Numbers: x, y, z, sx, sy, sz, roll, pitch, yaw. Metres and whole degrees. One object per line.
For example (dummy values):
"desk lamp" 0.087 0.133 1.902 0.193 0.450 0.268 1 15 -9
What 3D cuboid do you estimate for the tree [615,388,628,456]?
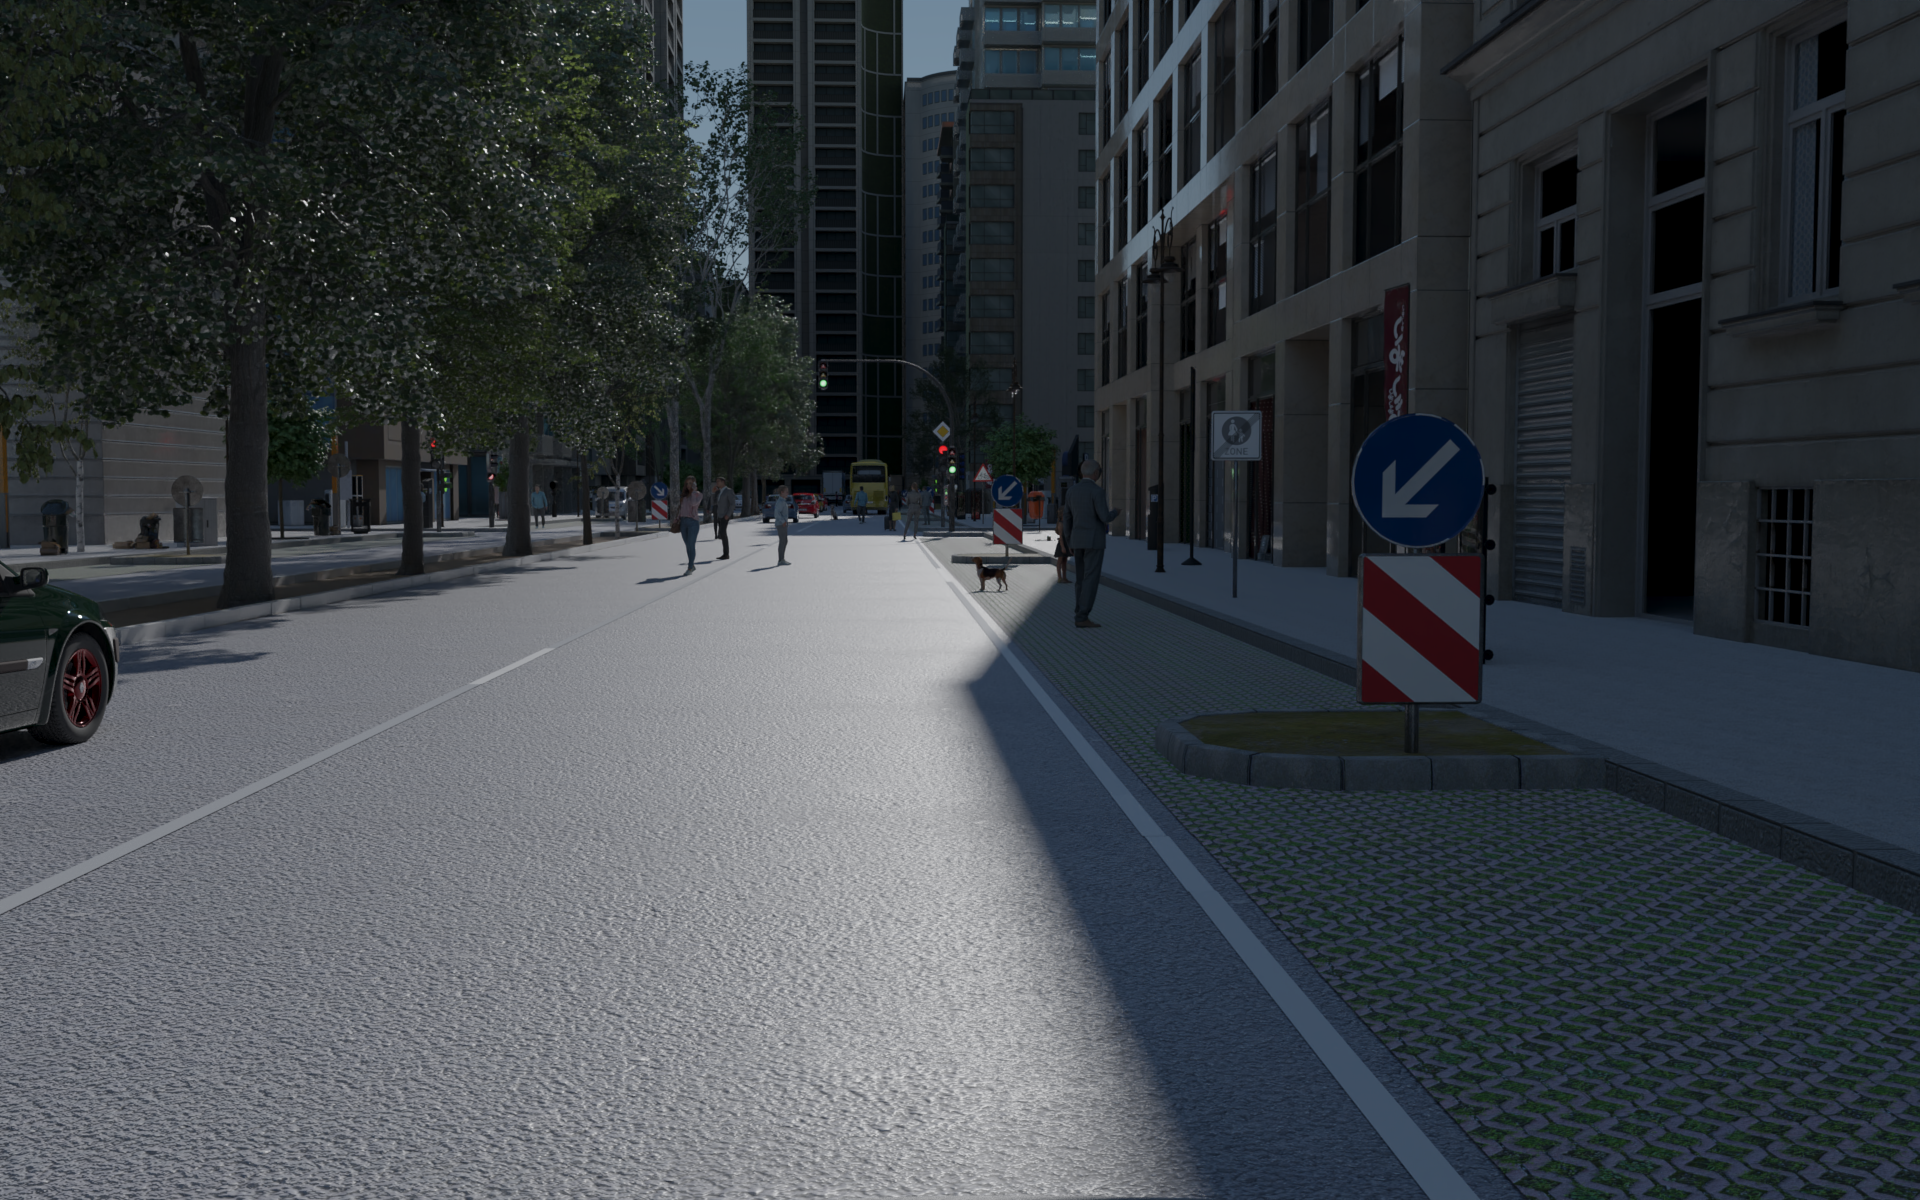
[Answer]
"tree" -23.525 -12.834 135.586 9.928 11.665 9.643 0 3 0

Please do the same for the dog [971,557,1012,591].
"dog" 0.465 -0.387 25.621 0.540 0.507 0.406 -1 4 -13

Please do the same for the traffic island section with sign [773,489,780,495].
"traffic island section with sign" -14.961 -8.140 141.222 2.006 1.907 1.989 0 4 -3

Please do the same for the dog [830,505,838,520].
"dog" -6.817 -4.807 95.434 0.800 0.831 0.513 -1 4 -21

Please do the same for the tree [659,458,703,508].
"tree" -23.963 -9.976 146.828 4.285 4.588 4.351 0 3 0

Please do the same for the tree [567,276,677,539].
"tree" -10.887 -6.243 54.900 4.360 8.622 3.978 0 3 0

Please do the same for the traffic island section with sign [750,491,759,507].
"traffic island section with sign" -23.692 -11.411 195.200 1.989 1.847 2.006 0 4 -3

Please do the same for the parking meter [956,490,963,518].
"parking meter" -0.030 -5.277 94.685 0.372 1.533 0.369 0 3 0

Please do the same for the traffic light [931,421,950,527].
"traffic light" -0.681 -4.769 66.899 0.839 4.253 0.868 0 4 -3

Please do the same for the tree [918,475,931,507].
"tree" -3.526 -11.153 176.959 1.663 3.219 1.824 0 3 0

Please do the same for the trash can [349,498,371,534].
"trash can" -19.314 -2.700 55.806 0.748 1.137 0.748 0 3 0

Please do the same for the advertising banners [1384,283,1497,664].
"advertising banners" 3.796 -1.083 13.893 0.090 3.025 2.074 -1 4 -9

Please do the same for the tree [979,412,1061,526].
"tree" 2.397 -5.225 69.145 4.285 4.588 4.351 0 3 0

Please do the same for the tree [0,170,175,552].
"tree" -19.507 -5.380 38.333 4.360 8.622 3.978 0 3 0

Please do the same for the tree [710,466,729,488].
"tree" -24.689 -10.983 163.289 4.285 4.588 4.351 0 3 0

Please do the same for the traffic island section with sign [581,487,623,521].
"traffic island section with sign" -18.770 -5.038 90.995 1.989 1.847 2.006 0 4 -3

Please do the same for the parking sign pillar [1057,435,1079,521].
"parking sign pillar" 4.964 -5.472 77.937 1.447 3.967 1.447 1 4 20

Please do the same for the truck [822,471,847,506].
"truck" -15.431 -13.718 213.202 2.839 4.237 11.283 0 4 -2

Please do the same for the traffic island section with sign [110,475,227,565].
"traffic island section with sign" -16.145 -1.661 35.791 1.989 1.847 2.006 0 4 -3

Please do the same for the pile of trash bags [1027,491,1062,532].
"pile of trash bags" 3.859 -3.001 58.818 3.447 1.369 1.912 -2 4 -24

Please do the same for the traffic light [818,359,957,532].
"traffic light" -2.388 -5.139 58.683 4.771 5.953 1.251 0 4 -3

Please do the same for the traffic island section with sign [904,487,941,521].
"traffic island section with sign" -1.816 -5.090 91.852 1.989 1.847 2.006 0 4 -3

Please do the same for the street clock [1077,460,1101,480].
"street clock" 2.744 -1.973 36.821 0.471 2.002 0.358 2 4 33

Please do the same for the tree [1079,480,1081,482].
"tree" 7.737 -7.647 119.629 1.663 3.219 1.824 0 3 0

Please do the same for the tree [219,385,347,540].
"tree" -19.267 -4.013 49.332 4.285 4.588 4.351 0 3 0

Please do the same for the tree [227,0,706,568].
"tree" -10.236 -7.987 39.703 9.857 13.997 8.962 0 3 0

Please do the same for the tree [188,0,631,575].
"tree" -9.780 -6.728 30.585 7.486 12.596 7.792 0 3 0

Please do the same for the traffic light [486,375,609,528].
"traffic light" -15.787 -5.599 66.206 4.771 5.953 1.251 0 4 -3

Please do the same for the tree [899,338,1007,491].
"tree" -0.213 -10.396 104.381 7.601 10.594 8.767 0 4 -2

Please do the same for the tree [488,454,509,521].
"tree" -21.819 -5.442 83.578 1.663 3.219 1.824 0 3 0

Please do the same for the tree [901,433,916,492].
"tree" -4.278 -14.384 185.545 4.360 8.622 3.978 0 3 0

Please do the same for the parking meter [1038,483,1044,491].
"parking meter" 4.667 -5.783 100.256 0.255 1.863 0.399 -2 4 -30

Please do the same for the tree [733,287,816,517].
"tree" -13.266 -12.085 106.709 9.857 13.997 8.962 0 3 0

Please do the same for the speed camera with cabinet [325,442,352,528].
"speed camera with cabinet" -23.605 -4.365 65.707 0.660 3.252 2.038 -2 4 -32

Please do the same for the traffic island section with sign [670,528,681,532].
"traffic island section with sign" -11.397 -3.549 66.168 2.006 1.907 1.989 0 4 -3

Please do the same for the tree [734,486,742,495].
"tree" -27.406 -13.344 212.774 1.663 3.219 1.824 0 3 0

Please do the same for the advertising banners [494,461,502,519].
"advertising banners" -24.244 -5.795 90.932 0.090 3.025 2.074 0 4 -1

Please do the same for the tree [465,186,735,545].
"tree" -10.465 -6.845 48.784 8.767 10.594 7.601 0 4 -3

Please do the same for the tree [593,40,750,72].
"tree" -12.936 -13.018 71.189 12.611 20.169 13.585 0 3 0

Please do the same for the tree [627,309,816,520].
"tree" -12.676 -10.259 95.954 9.928 11.665 9.643 0 3 0

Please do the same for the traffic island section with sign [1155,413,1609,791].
"traffic island section with sign" 2.105 -0.039 9.259 1.989 1.847 2.006 0 4 -3

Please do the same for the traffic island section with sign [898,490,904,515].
"traffic island section with sign" -3.085 -6.737 118.777 1.989 1.847 2.006 0 4 -3

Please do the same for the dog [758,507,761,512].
"dog" -14.758 -6.667 128.296 0.406 0.507 0.540 1 4 10

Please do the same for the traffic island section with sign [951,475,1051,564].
"traffic island section with sign" 0.827 -1.685 36.184 1.989 1.847 2.006 0 4 -3

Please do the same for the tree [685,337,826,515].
"tree" -13.904 -12.069 116.798 9.611 12.733 9.660 0 3 0

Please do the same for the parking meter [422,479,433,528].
"parking meter" -20.056 -3.640 65.227 0.255 1.863 0.399 1 4 12

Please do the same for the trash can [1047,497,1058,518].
"trash can" 4.477 -4.308 82.094 0.748 1.137 0.748 0 3 0

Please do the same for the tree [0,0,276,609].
"tree" -8.945 -6.866 21.369 9.857 13.997 8.962 0 3 0

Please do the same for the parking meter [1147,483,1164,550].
"parking meter" 4.483 -1.912 39.674 0.372 1.533 0.369 0 3 0

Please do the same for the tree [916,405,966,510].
"tree" -0.849 -11.459 137.712 4.360 8.622 3.978 0 3 0

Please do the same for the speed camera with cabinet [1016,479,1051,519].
"speed camera with cabinet" 3.973 -5.854 90.055 0.660 3.252 2.038 -3 4 -39

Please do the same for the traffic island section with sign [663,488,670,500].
"traffic island section with sign" -20.107 -6.768 119.277 1.989 1.847 2.006 0 4 -3

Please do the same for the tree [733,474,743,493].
"tree" -27.416 -13.792 209.217 4.285 4.588 4.351 0 3 0

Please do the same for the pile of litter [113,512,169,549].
"pile of litter" -19.242 -1.632 40.645 1.176 0.858 1.719 -2 4 -34

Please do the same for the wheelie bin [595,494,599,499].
"wheelie bin" -21.590 -5.921 104.708 0.980 1.594 0.693 0 4 0

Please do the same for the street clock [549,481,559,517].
"street clock" -22.368 -5.559 95.464 0.471 2.002 0.358 2 4 28

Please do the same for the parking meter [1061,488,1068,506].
"parking meter" 4.372 -3.864 71.590 0.372 1.533 0.369 0 3 0

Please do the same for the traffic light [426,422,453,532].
"traffic light" -17.494 -4.231 58.096 0.839 4.253 0.868 0 4 -3

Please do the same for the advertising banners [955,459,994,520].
"advertising banners" 0.765 -5.538 86.740 2.074 3.025 0.090 1 4 16

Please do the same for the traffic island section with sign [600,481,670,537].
"traffic island section with sign" -11.056 -3.097 58.769 2.006 1.907 1.989 0 4 -3
